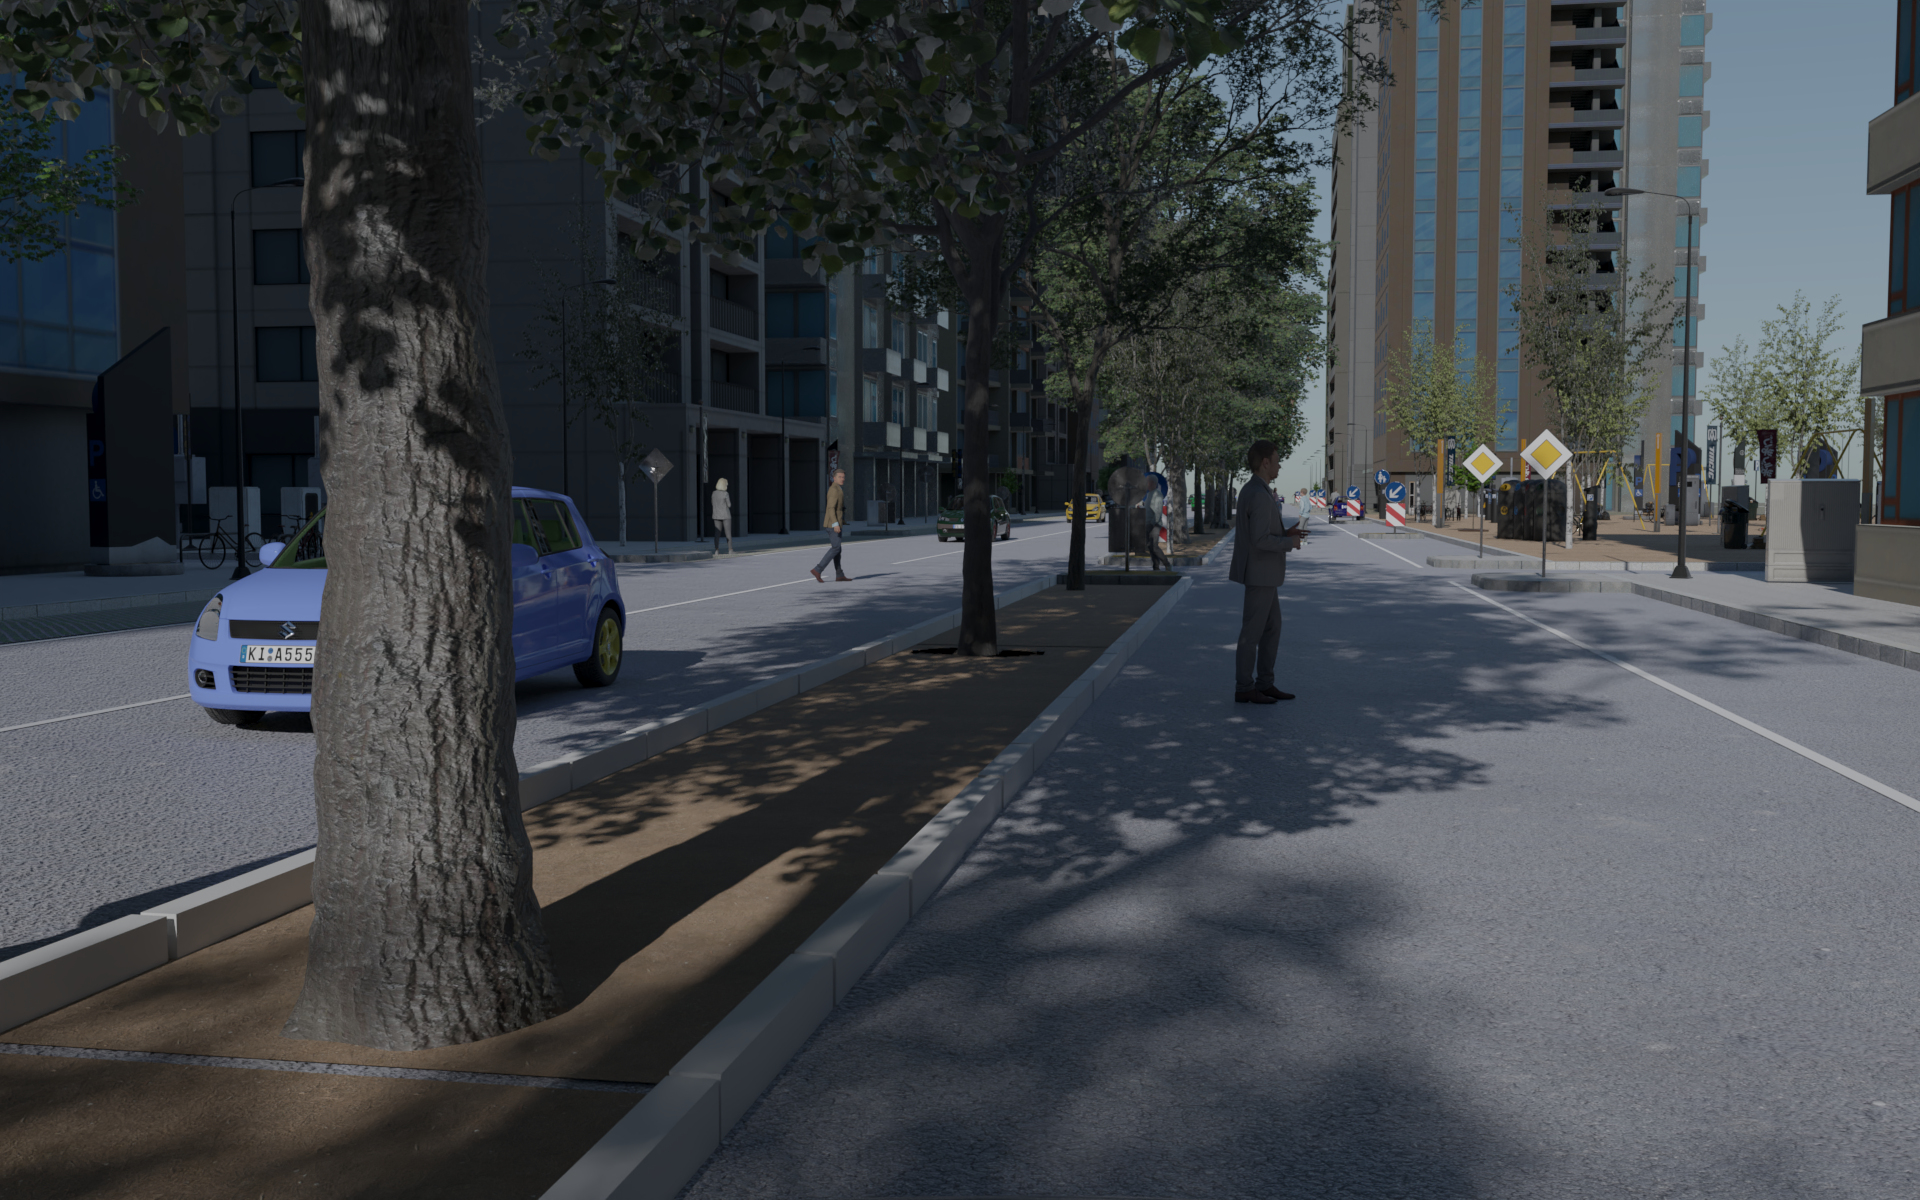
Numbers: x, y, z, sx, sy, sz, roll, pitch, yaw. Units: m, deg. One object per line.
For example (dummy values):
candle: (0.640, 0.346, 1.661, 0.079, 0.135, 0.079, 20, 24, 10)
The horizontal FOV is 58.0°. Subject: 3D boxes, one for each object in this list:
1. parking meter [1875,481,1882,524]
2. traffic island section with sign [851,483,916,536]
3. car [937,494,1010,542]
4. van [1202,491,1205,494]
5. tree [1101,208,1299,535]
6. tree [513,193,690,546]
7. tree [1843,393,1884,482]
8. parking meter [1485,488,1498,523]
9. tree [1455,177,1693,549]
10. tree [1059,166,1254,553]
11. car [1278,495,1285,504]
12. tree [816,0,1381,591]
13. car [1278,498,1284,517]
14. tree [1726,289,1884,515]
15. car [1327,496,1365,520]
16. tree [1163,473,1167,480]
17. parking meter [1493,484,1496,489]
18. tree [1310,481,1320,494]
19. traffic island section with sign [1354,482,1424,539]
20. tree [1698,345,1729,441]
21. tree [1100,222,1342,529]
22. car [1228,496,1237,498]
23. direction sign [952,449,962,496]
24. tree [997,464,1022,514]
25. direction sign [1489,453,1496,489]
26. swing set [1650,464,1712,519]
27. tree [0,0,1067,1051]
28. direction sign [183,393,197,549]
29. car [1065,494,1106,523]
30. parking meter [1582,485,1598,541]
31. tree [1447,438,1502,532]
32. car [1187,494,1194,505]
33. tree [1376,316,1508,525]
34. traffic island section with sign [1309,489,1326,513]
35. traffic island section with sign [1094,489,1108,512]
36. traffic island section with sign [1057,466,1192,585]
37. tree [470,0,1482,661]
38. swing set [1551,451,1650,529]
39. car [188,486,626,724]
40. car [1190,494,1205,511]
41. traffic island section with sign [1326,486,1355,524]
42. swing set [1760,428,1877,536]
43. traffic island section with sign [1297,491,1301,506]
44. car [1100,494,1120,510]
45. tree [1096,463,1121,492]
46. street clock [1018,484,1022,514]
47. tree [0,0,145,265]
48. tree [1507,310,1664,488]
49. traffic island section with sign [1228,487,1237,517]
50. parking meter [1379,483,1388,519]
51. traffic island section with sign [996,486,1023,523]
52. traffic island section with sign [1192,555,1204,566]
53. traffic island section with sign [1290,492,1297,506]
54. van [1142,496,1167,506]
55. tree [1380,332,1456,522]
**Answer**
parking meter: (17.785, -1.519, 33.254, 0.372, 1.533, 0.369, 0, 3, 0)
traffic island section with sign: (-2.600, -3.145, 60.043, 1.989, 1.847, 2.006, 1, 4, 10)
car: (0.440, -2.628, 52.761, 2.009, 1.686, 4.222, 1, 4, 11)
van: (35.500, -14.821, 249.341, 2.013, 2.044, 4.112, 1, 4, 9)
tree: (8.360, -8.127, 61.087, 9.928, 11.665, 9.643, 0, 3, 0)
tree: (-8.397, -5.606, 42.013, 4.360, 8.622, 3.978, 0, 3, 0)
tree: (45.797, -8.229, 84.899, 4.360, 8.622, 3.978, 0, 3, 0)
parking meter: (25.666, -4.624, 84.021, 0.372, 1.533, 0.369, 0, 3, 0)
tree: (14.361, -5.496, 40.227, 4.360, 8.622, 3.978, 0, 3, 0)
tree: (4.170, -5.149, 36.998, 4.360, 8.622, 3.978, 0, 3, 0)
car: (48.384, -15.301, 262.749, 1.945, 1.354, 3.894, 1, 4, 10)
tree: (1.631, -5.391, 25.007, 8.767, 10.594, 7.601, 1, 4, 10)
car: (18.282, -5.577, 103.183, 2.014, 1.417, 4.499, 1, 4, 9)
tree: (30.783, -6.887, 62.970, 4.737, 8.622, 4.395, 0, 3, 0)
car: (20.399, -4.823, 91.431, 1.945, 1.354, 3.894, 1, 4, 9)
tree: (31.562, -17.490, 269.679, 4.285, 4.588, 4.351, 0, 3, 0)
parking meter: (32.361, -6.084, 105.179, 0.255, 1.863, 0.399, 2, 4, 25)
tree: (49.065, -14.952, 239.065, 1.663, 3.219, 1.824, 0, 3, 0)
traffic island section with sign: (13.921, -2.899, 56.024, 1.989, 1.847, 2.006, 1, 4, 10)
tree: (36.468, -7.956, 80.441, 4.737, 8.622, 4.395, 0, 3, 0)
tree: (10.706, -9.267, 70.980, 9.611, 12.733, 9.660, 0, 3, 0)
car: (32.433, -12.170, 208.569, 1.945, 1.707, 3.694, 1, 4, 12)
direction sign: (-0.159, -5.825, 87.228, 0.379, 3.537, 0.876, -2, 4, -34)
tree: (3.254, -7.059, 110.022, 1.663, 3.219, 1.824, 0, 3, 0)
direction sign: (29.611, -6.411, 96.815, 0.379, 3.537, 0.876, -2, 4, -28)
swing set: (37.403, -5.713, 91.027, 3.119, 2.851, 2.862, 0, 4, -1)
tree: (-1.444, -5.817, 4.222, 9.857, 13.997, 8.962, 0, 3, 0)
direction sign: (-17.487, -2.891, 39.267, 0.379, 3.537, 0.876, -2, 4, -32)
car: (6.309, -4.669, 86.568, 2.015, 1.641, 3.980, 1, 4, 10)
parking meter: (17.370, -2.405, 47.740, 0.372, 1.533, 0.369, 0, 3, 0)
tree: (17.498, -3.963, 59.402, 1.663, 3.219, 1.824, 0, 3, 0)
car: (31.639, -13.681, 233.477, 2.009, 1.686, 4.222, 1, 4, 10)
tree: (19.291, -7.356, 70.634, 4.737, 8.622, 4.395, 0, 3, 0)
traffic island section with sign: (27.611, -7.603, 132.932, 1.989, 1.847, 2.006, 1, 4, 10)
traffic island section with sign: (10.902, -7.783, 135.885, 1.989, 1.847, 2.006, 1, 4, 10)
traffic island section with sign: (2.656, -1.219, 28.064, 2.006, 1.907, 1.989, 1, 4, 10)
tree: (0.152, -6.258, 15.138, 12.009, 13.543, 11.850, 0, 3, 0)
swing set: (23.039, -4.045, 63.759, 2.862, 2.851, 3.119, -1, 4, -16)
car: (-3.627, -0.133, 11.769, 1.945, 1.707, 3.694, 1, 4, 9)
car: (20.257, -8.312, 144.703, 1.959, 1.807, 4.718, 1, 4, 10)
traffic island section with sign: (18.773, -4.568, 83.310, 1.989, 1.847, 2.006, 1, 4, 10)
swing set: (21.531, -2.742, 42.460, 2.862, 2.851, 3.119, 1, 4, 9)
traffic island section with sign: (32.385, -9.237, 159.659, 1.989, 1.847, 2.006, 1, 4, 10)
car: (11.989, -8.018, 140.885, 2.009, 1.686, 4.222, 1, 4, 10)
tree: (17.205, -12.430, 186.939, 4.285, 4.588, 4.351, 0, 3, 0)
street clock: (3.921, -6.593, 112.358, 0.358, 2.002, 0.471, 0, 4, -5)
tree: (-12.228, -5.637, 17.913, 9.928, 11.665, 9.643, 0, 3, 0)
tree: (25.119, -7.218, 68.379, 4.737, 8.622, 4.395, 0, 3, 0)
traffic island section with sign: (17.135, -6.190, 109.335, 2.006, 1.907, 1.989, 1, 4, 10)
parking meter: (21.643, -5.071, 88.619, 0.399, 1.863, 0.255, 0, 4, -3)
traffic island section with sign: (2.122, -4.768, 86.583, 1.989, 1.847, 2.006, 1, 4, 10)
traffic island section with sign: (3.965, -1.665, 35.355, 2.006, 1.907, 1.989, 1, 4, 10)
traffic island section with sign: (41.929, -12.517, 213.277, 1.989, 1.847, 2.006, 1, 4, 10)
van: (18.046, -9.527, 160.151, 2.240, 2.365, 5.245, 1, 4, 12)
tree: (20.840, -7.803, 77.941, 4.360, 8.622, 3.978, 0, 3, 0)
